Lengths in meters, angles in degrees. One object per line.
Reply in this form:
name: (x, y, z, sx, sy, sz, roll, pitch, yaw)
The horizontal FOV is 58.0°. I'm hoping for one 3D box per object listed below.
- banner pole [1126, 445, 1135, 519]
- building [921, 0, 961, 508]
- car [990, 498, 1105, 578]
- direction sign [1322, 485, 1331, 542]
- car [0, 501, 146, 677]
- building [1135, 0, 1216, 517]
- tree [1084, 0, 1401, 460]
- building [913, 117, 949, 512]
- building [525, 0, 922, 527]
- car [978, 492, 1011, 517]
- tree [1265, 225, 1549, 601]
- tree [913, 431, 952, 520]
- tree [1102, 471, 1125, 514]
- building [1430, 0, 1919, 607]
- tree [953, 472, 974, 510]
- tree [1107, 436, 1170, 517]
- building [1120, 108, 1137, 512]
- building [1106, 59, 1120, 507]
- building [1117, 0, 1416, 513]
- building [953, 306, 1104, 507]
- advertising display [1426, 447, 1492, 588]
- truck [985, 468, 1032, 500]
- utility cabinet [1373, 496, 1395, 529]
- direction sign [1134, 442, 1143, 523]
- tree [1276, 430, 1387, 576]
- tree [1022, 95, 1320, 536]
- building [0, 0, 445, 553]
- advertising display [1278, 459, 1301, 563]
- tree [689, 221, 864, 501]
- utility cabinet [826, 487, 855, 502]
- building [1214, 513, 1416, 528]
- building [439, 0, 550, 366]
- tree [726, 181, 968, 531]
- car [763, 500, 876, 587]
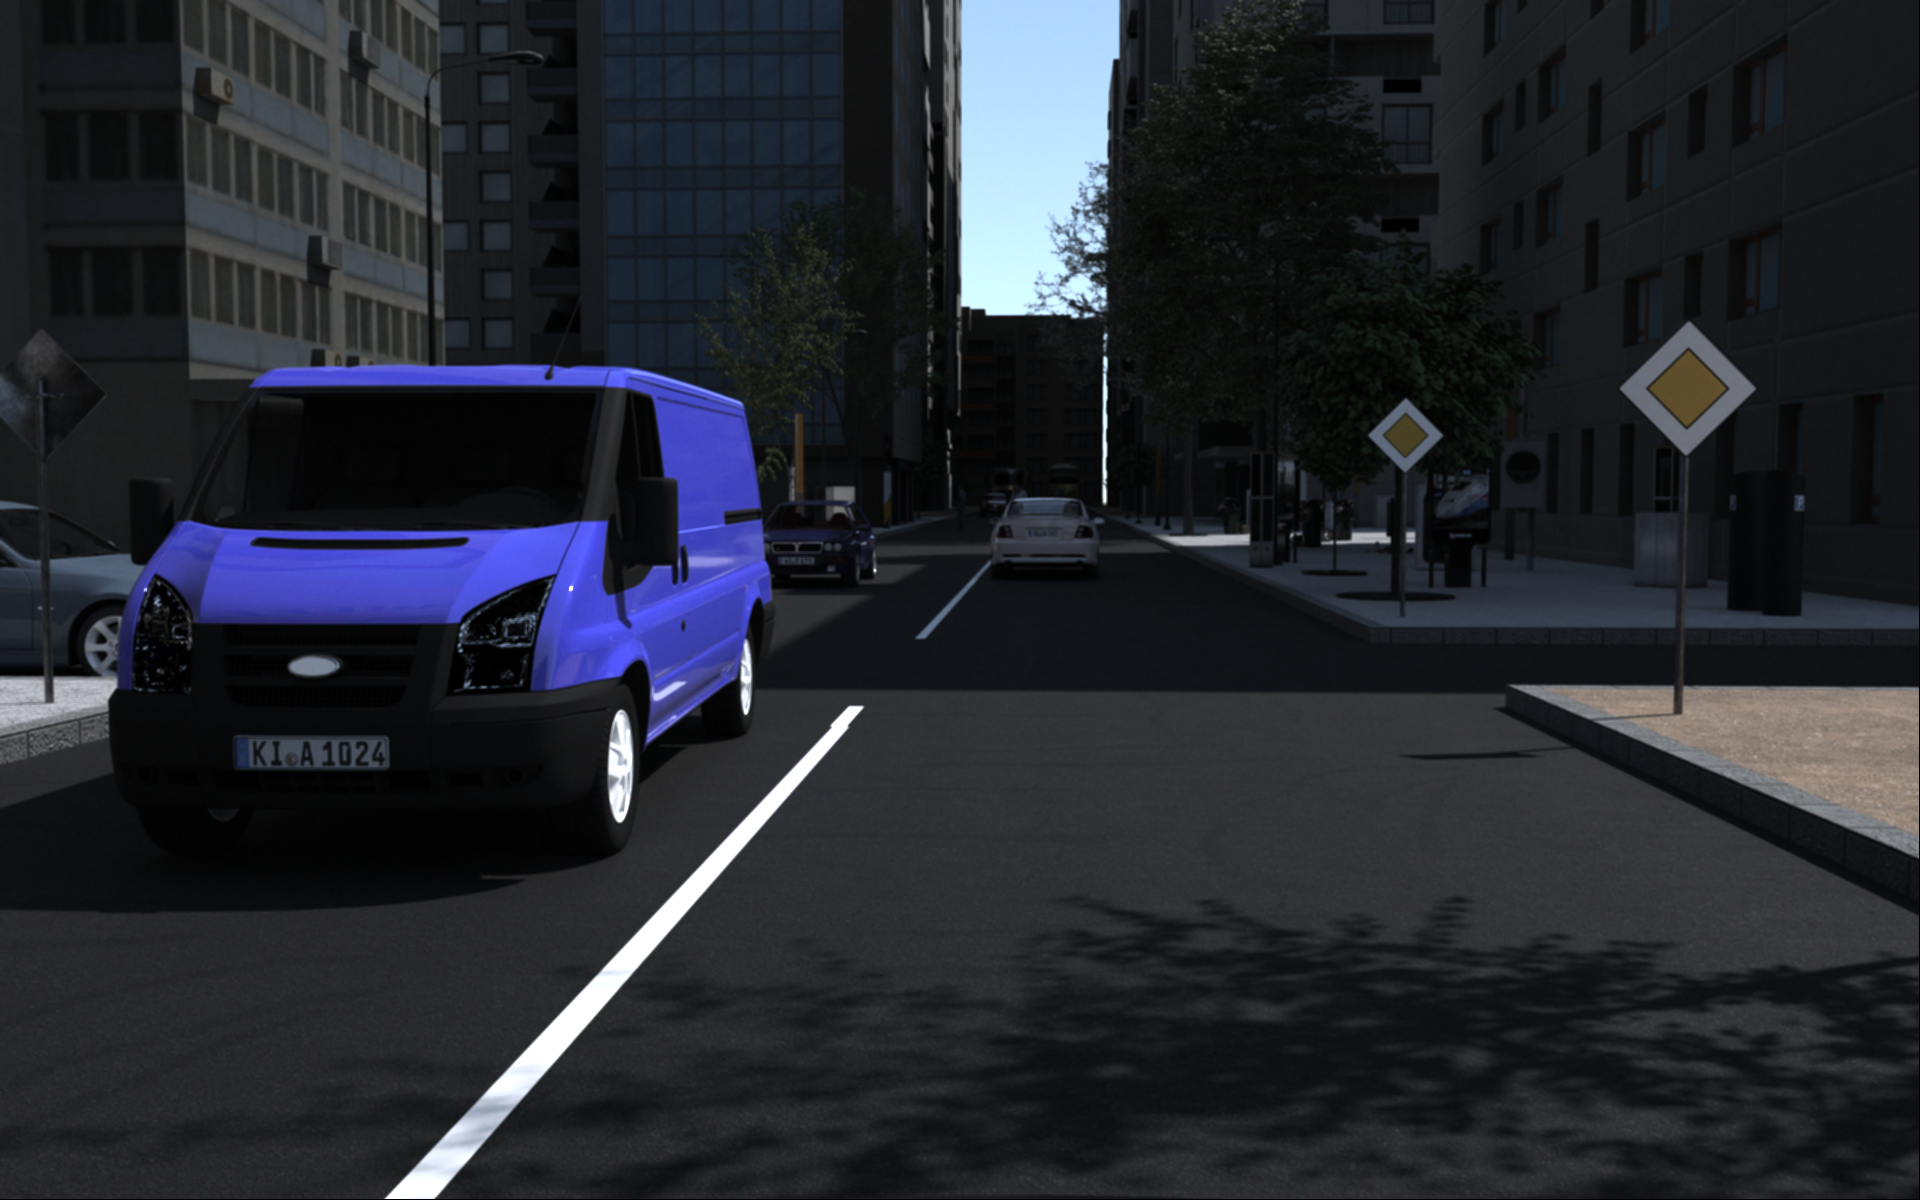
banner pole: (8.671, -6.013, 88.335, 0.401, 3.779, 0.863, 3, 5, 42)
building: (-13.502, -34.564, 154.358, 27.495, 52.752, 28.713, 0, 4, 3)
car: (1.542, -1.132, 30.873, 2.083, 1.381, 4.827, 0, 4, 4)
direction sign: (9.794, -3.338, 46.574, 0.876, 3.537, 0.379, 3, 5, 44)
car: (-7.649, -0.095, 13.548, 4.499, 1.417, 2.014, 0, 4, 1)
building: (21.863, -34.779, 110.642, 21.231, 58.520, 28.212, 0, 4, 3)
tree: (6.598, -7.449, 39.914, 7.486, 12.596, 7.792, 0, 3, 0)
building: (-8.324, -21.869, 129.258, 14.160, 30.474, 14.107, 0, 4, 3)
building: (-9.043, -25.814, 72.162, 14.600, 45.320, 14.200, 0, 4, 3)
car: (2.244, -6.157, 109.713, 2.155, 1.783, 4.494, 0, 4, 4)
tree: (5.399, -2.296, 21.261, 4.285, 4.588, 4.351, 0, 3, 0)
tree: (-2.793, -6.651, 92.461, 4.285, 4.588, 4.351, 0, 3, 0)
tree: (10.204, -7.340, 114.617, 1.663, 3.219, 1.824, 0, 3, 0)
building: (26.038, -11.358, 30.750, 28.899, 21.520, 27.650, 0, 4, 3)
tree: (0.013, -8.796, 138.408, 1.663, 3.219, 1.824, 0, 3, 0)
tree: (9.785, -6.868, 95.999, 4.285, 4.588, 4.351, 0, 3, 0)
building: (19.279, -22.085, 132.787, 14.160, 30.474, 14.107, 0, 4, 3)
building: (26.510, -34.371, 185.667, 21.600, 48.544, 21.300, 0, 4, 3)
building: (27.888, -34.464, 152.723, 28.713, 52.752, 27.495, 0, 4, 3)
building: (1.020, -21.232, 192.190, 28.899, 21.520, 27.650, 0, 4, 3)
advertising display: (6.856, -1.137, 23.802, 0.974, 1.923, 0.123, -1, 4, -19)
truck: (3.888, -8.380, 132.937, 3.469, 3.379, 9.791, 0, 4, 4)
utility cabinet: (15.877, -3.245, 64.221, 1.020, 1.237, 0.306, 0, 4, -8)
direction sign: (7.856, -5.144, 76.109, 0.379, 3.537, 0.876, 0, 4, 1)
tree: (6.092, -2.010, 27.471, 1.663, 3.219, 1.824, 0, 3, 0)
tree: (7.009, -8.737, 53.212, 12.009, 13.543, 11.850, 0, 3, 0)
building: (-23.564, -20.745, 31.065, 32.217, 40.220, 23.993, 0, 4, 3)
advertising display: (6.077, -1.675, 32.599, 0.123, 1.923, 0.974, -1, 4, -22)
tree: (-4.742, -5.864, 46.233, 4.737, 8.622, 4.395, 0, 3, 0)
utility cabinet: (-3.605, -2.653, 52.057, 0.318, 1.500, 1.173, 2, 4, 29)
building: (23.926, -29.873, 77.668, 28.713, 52.752, 27.495, 0, 4, 3)
building: (-16.001, -31.741, 108.198, 28.713, 52.752, 27.495, 0, 4, 3)
tree: (-3.726, -8.160, 59.175, 9.928, 11.665, 9.643, 0, 3, 0)
car: (-2.359, -0.945, 28.033, 1.945, 1.354, 3.894, 0, 4, 3)
